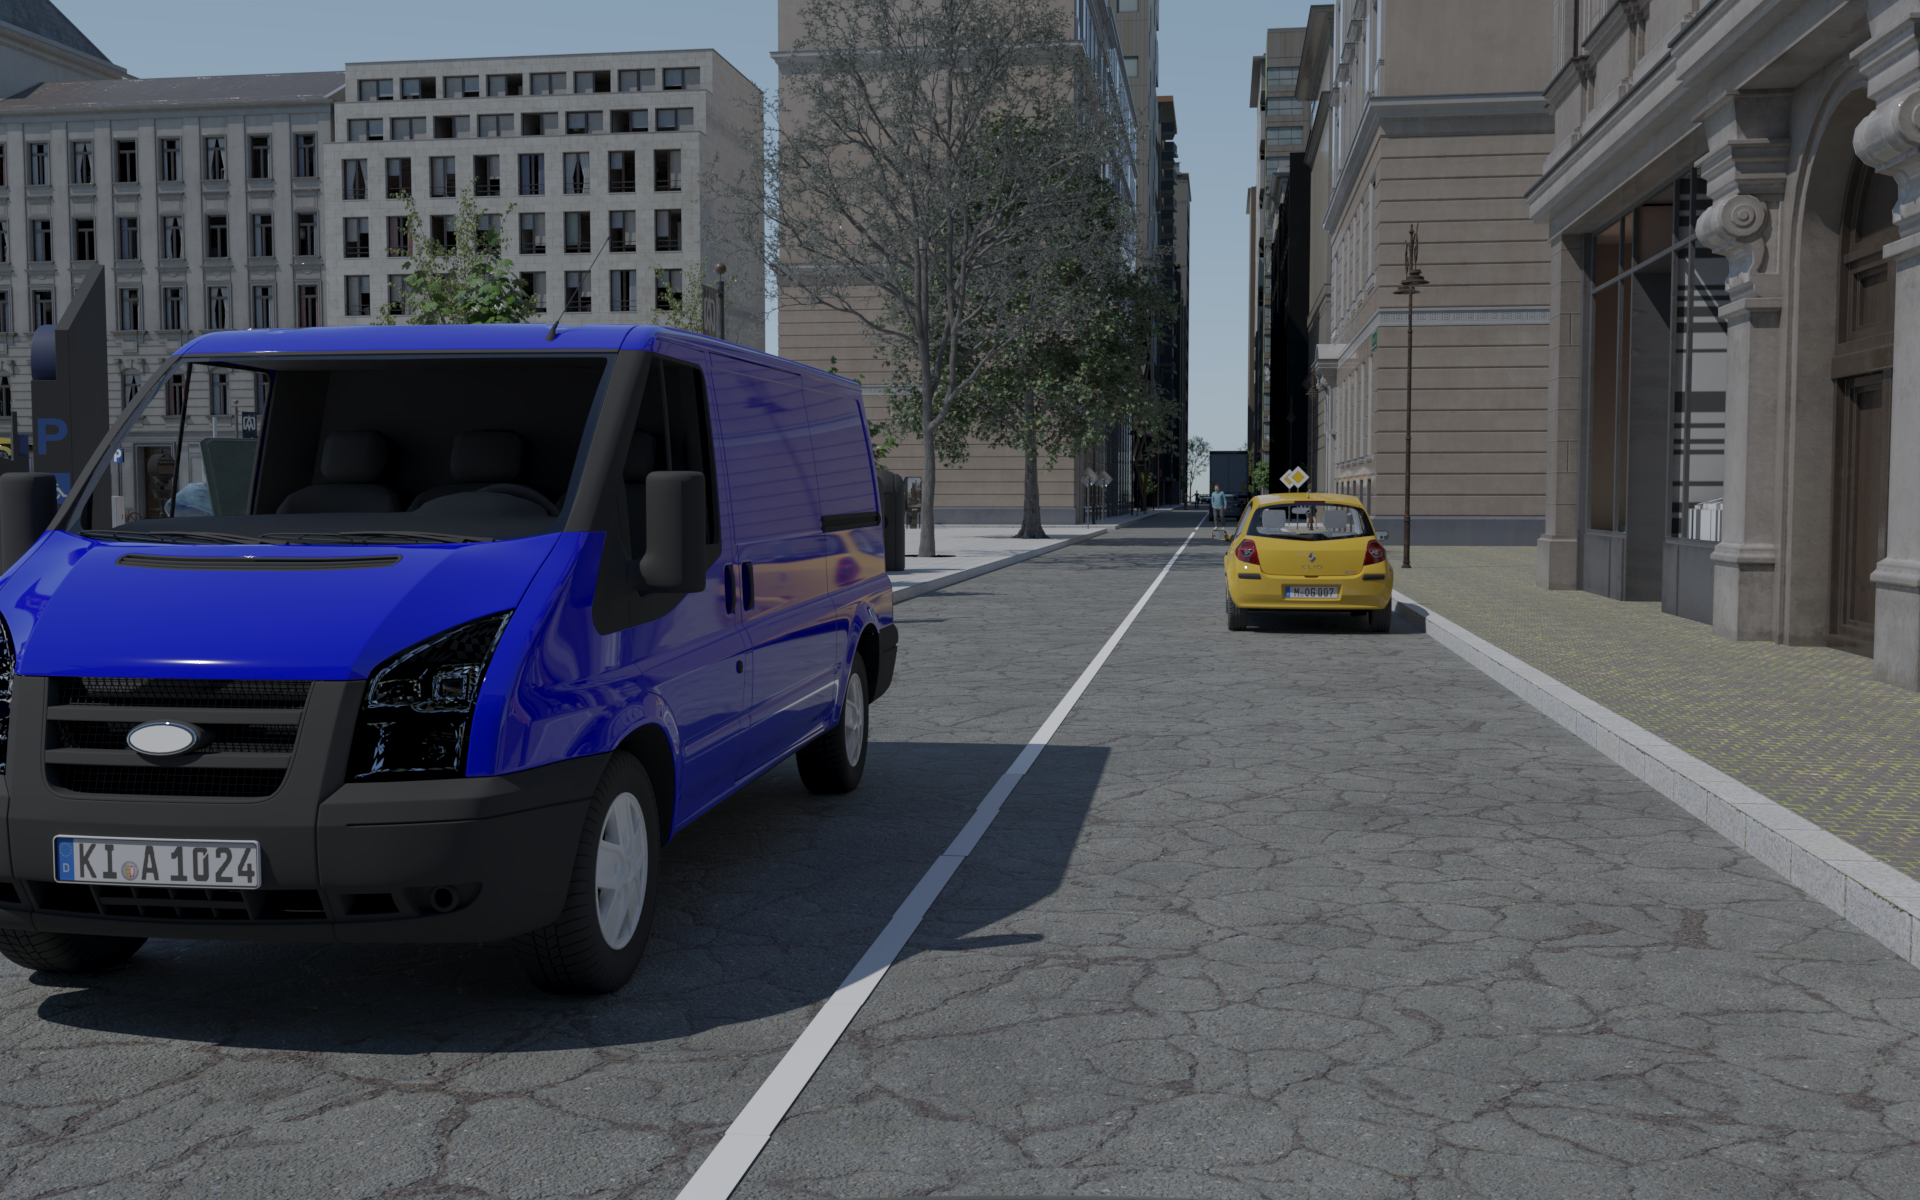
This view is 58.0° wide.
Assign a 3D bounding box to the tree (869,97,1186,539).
[{"bbox_3d":[1.972,-8.126,49.860,9.611,12.733,9.660,0,3,0],"label":"tree"}]

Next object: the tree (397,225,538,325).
[{"bbox_3d":[-3.323,-1.094,12.494,1.663,3.219,1.824,0,3,0],"label":"tree"}]

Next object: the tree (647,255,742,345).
[{"bbox_3d":[-8.635,-6.324,53.752,4.737,8.622,4.395,0,3,0],"label":"tree"}]

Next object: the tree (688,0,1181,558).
[{"bbox_3d":[-0.523,-7.610,34.790,12.009,13.543,11.850,0,3,0],"label":"tree"}]

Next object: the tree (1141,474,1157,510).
[{"bbox_3d":[15.566,-9.109,143.539,1.663,3.219,1.824,0,3,0],"label":"tree"}]

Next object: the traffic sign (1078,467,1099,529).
[{"bbox_3d":[4.707,-3.662,63.509,0.795,2.450,0.064,1,4,9],"label":"traffic sign"}]

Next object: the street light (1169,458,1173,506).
[{"bbox_3d":[21.817,-12.629,179.264,0.468,5.910,1.993,1,4,9],"label":"street light"}]

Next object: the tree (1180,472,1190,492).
[{"bbox_3d":[27.767,-14.600,222.425,4.285,4.588,4.351,0,3,0],"label":"tree"}]

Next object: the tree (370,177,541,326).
[{"bbox_3d":[-12.024,-5.535,40.864,4.737,8.622,4.395,0,3,0],"label":"tree"}]

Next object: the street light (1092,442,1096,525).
[{"bbox_3d":[5.589,-6.079,72.174,0.468,5.910,1.993,1,4,9],"label":"street light"}]

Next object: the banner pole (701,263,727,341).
[{"bbox_3d":[-2.630,-1.749,18.615,0.401,3.779,0.863,1,4,10],"label":"banner pole"}]

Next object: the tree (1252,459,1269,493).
[{"bbox_3d":[26.362,-9.970,146.727,4.285,4.588,4.351,0,3,0],"label":"tree"}]

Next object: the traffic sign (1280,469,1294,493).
[{"bbox_3d":[13.359,-4.074,70.258,0.795,2.450,0.064,1,4,9],"label":"traffic sign"}]

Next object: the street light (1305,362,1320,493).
[{"bbox_3d":[12.393,-5.389,60.901,0.468,5.910,1.993,1,4,9],"label":"street light"}]

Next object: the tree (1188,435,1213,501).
[{"bbox_3d":[40.511,-23.082,303.138,9.928,11.665,9.643,0,3,0],"label":"tree"}]

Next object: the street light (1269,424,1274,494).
[{"bbox_3d":[20.254,-8.531,112.275,0.468,5.910,1.993,1,4,9],"label":"street light"}]

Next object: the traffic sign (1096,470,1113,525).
[{"bbox_3d":[5.903,-4.144,71.404,0.795,2.450,0.064,1,4,9],"label":"traffic sign"}]

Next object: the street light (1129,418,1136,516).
[{"bbox_3d":[10.271,-7.980,103.262,0.468,5.910,1.993,1,4,9],"label":"street light"}]

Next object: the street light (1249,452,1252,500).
[{"bbox_3d":[31.679,-13.190,188.439,0.468,5.910,1.993,1,4,9],"label":"street light"}]

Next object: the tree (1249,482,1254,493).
[{"bbox_3d":[38.966,-14.293,228.284,1.663,3.219,1.824,0,3,0],"label":"tree"}]

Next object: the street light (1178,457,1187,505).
[{"bbox_3d":[29.476,-15.703,229.537,0.468,5.910,1.993,1,4,9],"label":"street light"}]

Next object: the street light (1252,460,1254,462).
[{"bbox_3d":[27.014,-11.274,157.123,0.468,5.910,1.993,1,4,9],"label":"street light"}]

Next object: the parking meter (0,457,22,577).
[{"bbox_3d":[-14.836,-1.303,27.012,0.255,1.863,0.399,2,4,32],"label":"parking meter"}]

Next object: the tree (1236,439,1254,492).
[{"bbox_3d":[39.043,-17.299,233.204,4.737,8.622,4.395,0,3,0],"label":"tree"}]

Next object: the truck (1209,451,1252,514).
[{"bbox_3d":[18.266,-7.845,117.171,2.839,4.237,11.283,1,4,10],"label":"truck"}]

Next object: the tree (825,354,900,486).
[{"bbox_3d":[-1.655,-1.795,23.949,1.663,3.219,1.824,0,3,0],"label":"tree"}]

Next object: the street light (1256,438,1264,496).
[{"bbox_3d":[24.961,-10.443,143.533,0.468,5.910,1.993,1,4,9],"label":"street light"}]

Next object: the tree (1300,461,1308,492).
[{"bbox_3d":[17.709,-5.656,87.074,1.663,3.219,1.824,0,3,0],"label":"tree"}]

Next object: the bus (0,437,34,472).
[{"bbox_3d":[-45.169,-5.105,75.015,12.252,3.916,2.896,0,4,8],"label":"bus"}]

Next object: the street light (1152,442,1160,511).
[{"bbox_3d":[15.058,-9.897,134.600,0.468,5.910,1.993,1,4,9],"label":"street light"}]

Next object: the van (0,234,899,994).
[{"bbox_3d":[-1.634,-0.150,6.840,2.240,2.365,5.245,0,4,8],"label":"van"}]

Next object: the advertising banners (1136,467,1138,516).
[{"bbox_3d":[10.221,-6.334,99.752,0.090,3.025,2.074,0,4,6],"label":"advertising banners"}]

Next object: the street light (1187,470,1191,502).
[{"bbox_3d":[34.096,-17.605,260.635,0.468,5.910,1.993,1,4,9],"label":"street light"}]

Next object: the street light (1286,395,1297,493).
[{"bbox_3d":[15.450,-6.613,80.910,0.468,5.910,1.993,1,4,9],"label":"street light"}]

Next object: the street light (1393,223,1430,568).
[{"bbox_3d":[7.730,-3.488,29.810,0.468,5.910,1.993,1,4,9],"label":"street light"}]
